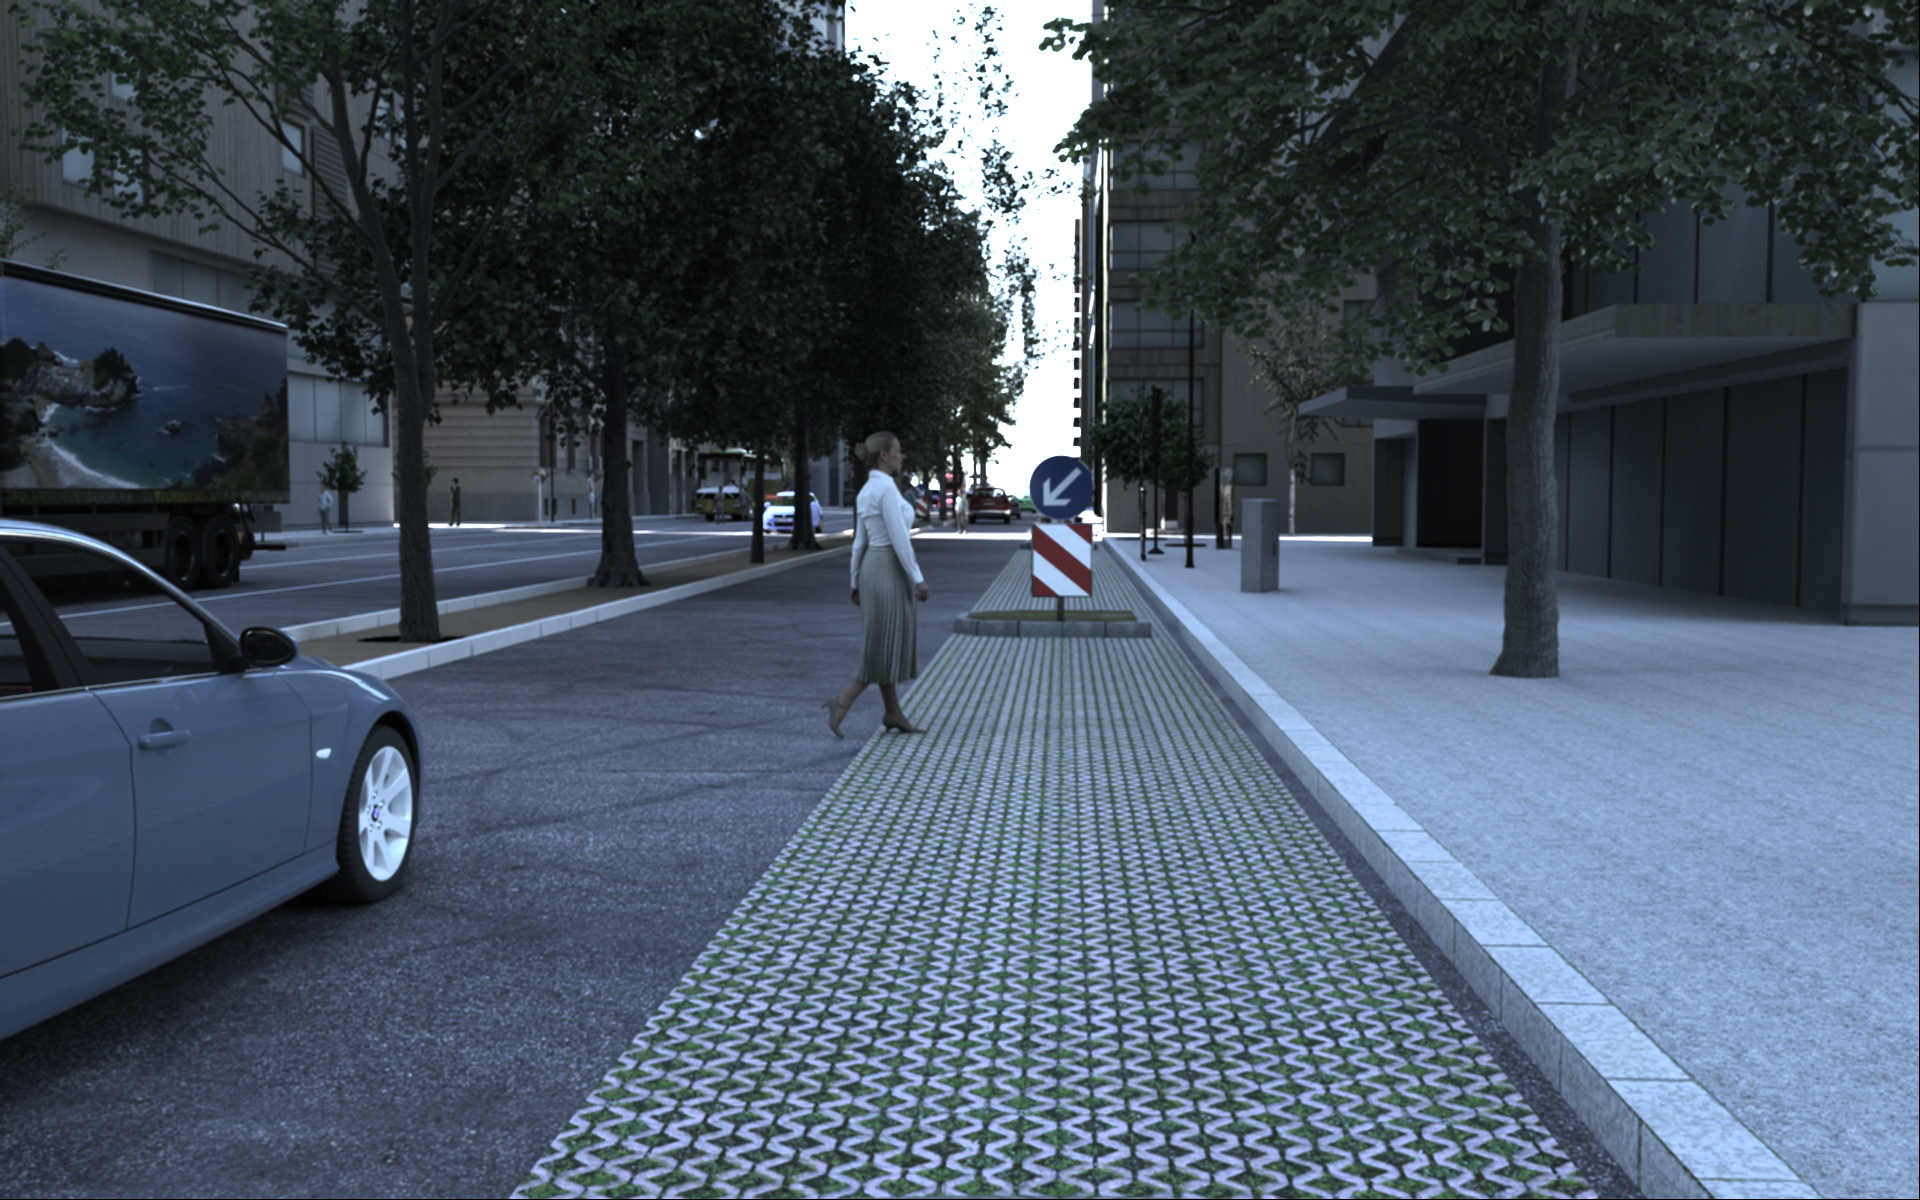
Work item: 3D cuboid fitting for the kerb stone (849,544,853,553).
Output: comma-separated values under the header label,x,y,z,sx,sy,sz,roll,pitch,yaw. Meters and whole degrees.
label,x,y,z,sx,sy,sz,roll,pitch,yaw
kerb stone,-2.768,-1.240,42.466,0.120,0.150,1.000,0,4,3

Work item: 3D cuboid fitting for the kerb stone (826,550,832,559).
label,x,y,z,sx,sy,sz,roll,pitch,yaw
kerb stone,-3.010,-0.988,38.346,0.120,0.150,1.000,0,4,3

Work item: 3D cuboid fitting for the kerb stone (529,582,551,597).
label,x,y,z,sx,sy,sz,roll,pitch,yaw
kerb stone,-5.960,-0.122,24.190,0.120,0.150,1.000,0,4,3

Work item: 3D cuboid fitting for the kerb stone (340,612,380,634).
label,x,y,z,sx,sy,sz,roll,pitch,yaw
kerb stone,-6.323,0.254,18.050,0.120,0.150,1.000,0,4,3

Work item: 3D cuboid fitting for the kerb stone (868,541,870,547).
label,x,y,z,sx,sy,sz,roll,pitch,yaw
kerb stone,-2.414,-1.612,48.622,0.120,0.150,1.000,0,4,3

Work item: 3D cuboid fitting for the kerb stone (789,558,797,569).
label,x,y,z,sx,sy,sz,roll,pitch,yaw
kerb stone,-3.317,-0.674,33.228,0.120,0.150,1.000,0,4,3

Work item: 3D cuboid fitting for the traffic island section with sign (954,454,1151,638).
label,x,y,z,sx,sy,sz,roll,pitch,yaw
traffic island section with sign,0.955,-0.580,18.114,1.989,1.847,2.006,0,4,3

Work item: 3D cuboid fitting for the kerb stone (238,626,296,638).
label,x,y,z,sx,sy,sz,roll,pitch,yaw
kerb stone,-6.438,0.380,16.001,0.120,0.150,1.000,0,4,3

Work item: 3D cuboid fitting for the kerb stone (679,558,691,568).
label,x,y,z,sx,sy,sz,roll,pitch,yaw
kerb stone,-5.413,-0.685,33.401,0.120,0.150,1.000,0,4,3

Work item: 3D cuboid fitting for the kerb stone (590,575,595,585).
label,x,y,z,sx,sy,sz,roll,pitch,yaw
kerb stone,-5.779,-0.305,27.267,0.120,0.150,1.000,0,4,3

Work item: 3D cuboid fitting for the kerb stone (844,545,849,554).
label,x,y,z,sx,sy,sz,roll,pitch,yaw
kerb stone,-2.836,-1.177,41.434,0.120,0.150,1.000,0,4,3

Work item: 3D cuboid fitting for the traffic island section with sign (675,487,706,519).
label,x,y,z,sx,sy,sz,roll,pitch,yaw
traffic island section with sign,-15.470,-5.668,101.293,1.989,1.847,2.006,0,4,3

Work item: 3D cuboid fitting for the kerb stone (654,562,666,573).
label,x,y,z,sx,sy,sz,roll,pitch,yaw
kerb stone,-5.538,-0.558,31.356,0.120,0.150,1.000,0,4,3

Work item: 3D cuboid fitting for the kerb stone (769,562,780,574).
label,x,y,z,sx,sy,sz,roll,pitch,yaw
kerb stone,-3.436,-0.549,31.187,0.120,0.150,1.000,0,4,3

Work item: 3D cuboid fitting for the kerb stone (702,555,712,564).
label,x,y,z,sx,sy,sz,roll,pitch,yaw
kerb stone,-5.287,-0.805,35.464,0.120,0.150,1.000,0,4,3

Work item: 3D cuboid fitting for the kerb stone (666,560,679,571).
label,x,y,z,sx,sy,sz,roll,pitch,yaw
kerb stone,-5.474,-0.623,32.377,0.120,0.150,1.000,0,4,3

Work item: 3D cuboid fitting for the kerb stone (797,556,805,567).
label,x,y,z,sx,sy,sz,roll,pitch,yaw
kerb stone,-3.257,-0.737,34.251,0.120,0.150,1.000,0,4,3

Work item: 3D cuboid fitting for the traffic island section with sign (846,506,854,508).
label,x,y,z,sx,sy,sz,roll,pitch,yaw
traffic island section with sign,-10.883,-10.397,178.620,1.989,1.847,2.006,0,4,3

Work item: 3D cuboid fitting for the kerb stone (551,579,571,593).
label,x,y,z,sx,sy,sz,roll,pitch,yaw
kerb stone,-5.897,-0.184,25.216,0.120,0.150,1.000,0,4,3

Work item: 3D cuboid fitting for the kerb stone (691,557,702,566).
label,x,y,z,sx,sy,sz,roll,pitch,yaw
kerb stone,-5.353,-0.749,34.435,0.120,0.150,1.000,0,4,3

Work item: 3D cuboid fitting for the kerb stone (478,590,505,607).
label,x,y,z,sx,sy,sz,roll,pitch,yaw
kerb stone,-6.077,0.005,22.143,0.120,0.150,1.000,0,4,3

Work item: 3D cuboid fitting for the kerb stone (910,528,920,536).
label,x,y,z,sx,sy,sz,roll,pitch,yaw
kerb stone,-1.614,-2.430,61.925,0.120,0.150,1.000,0,4,3

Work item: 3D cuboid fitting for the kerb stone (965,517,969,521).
label,x,y,z,sx,sy,sz,roll,pitch,yaw
kerb stone,0.489,-4.593,97.315,0.120,0.150,1.000,0,4,3

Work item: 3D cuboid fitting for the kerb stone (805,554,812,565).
label,x,y,z,sx,sy,sz,roll,pitch,yaw
kerb stone,-3.200,-0.794,35.272,0.120,0.150,1.000,0,4,3

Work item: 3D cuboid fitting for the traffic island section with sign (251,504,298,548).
label,x,y,z,sx,sy,sz,roll,pitch,yaw
traffic island section with sign,-18.742,-2.282,45.946,1.989,1.847,2.006,0,4,3

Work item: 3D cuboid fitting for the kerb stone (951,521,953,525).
label,x,y,z,sx,sy,sz,roll,pitch,yaw
kerb stone,-0.541,-3.532,79.942,0.120,0.150,1.000,0,4,3

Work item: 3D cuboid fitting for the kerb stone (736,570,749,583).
label,x,y,z,sx,sy,sz,roll,pitch,yaw
kerb stone,-3.621,-0.362,28.120,0.120,0.150,1.000,0,4,3

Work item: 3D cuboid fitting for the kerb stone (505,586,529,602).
label,x,y,z,sx,sy,sz,roll,pitch,yaw
kerb stone,-6.009,-0.059,23.163,0.120,0.150,1.000,0,4,3

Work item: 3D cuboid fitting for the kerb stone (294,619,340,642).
label,x,y,z,sx,sy,sz,roll,pitch,yaw
kerb stone,-6.392,0.316,17.022,0.120,0.150,1.000,0,4,3

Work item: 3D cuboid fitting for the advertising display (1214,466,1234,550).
label,x,y,z,sx,sy,sz,roll,pitch,yaw
advertising display,6.169,-2.152,40.406,0.123,1.923,0.974,2,4,29

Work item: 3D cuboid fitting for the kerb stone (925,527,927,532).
label,x,y,z,sx,sy,sz,roll,pitch,yaw
kerb stone,-1.434,-2.618,64.997,0.120,0.150,1.000,0,4,3

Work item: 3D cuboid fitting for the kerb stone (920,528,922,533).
label,x,y,z,sx,sy,sz,roll,pitch,yaw
kerb stone,-1.555,-2.493,62.949,0.120,0.150,1.000,0,4,3

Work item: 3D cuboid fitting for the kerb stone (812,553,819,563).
label,x,y,z,sx,sy,sz,roll,pitch,yaw
kerb stone,-3.135,-0.863,36.300,0.120,0.150,1.000,0,4,3

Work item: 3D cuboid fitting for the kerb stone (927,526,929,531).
label,x,y,z,sx,sy,sz,roll,pitch,yaw
kerb stone,-1.366,-2.680,66.019,0.120,0.150,1.000,0,4,3

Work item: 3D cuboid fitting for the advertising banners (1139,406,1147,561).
label,x,y,z,sx,sy,sz,roll,pitch,yaw
advertising banners,3.576,-2.308,33.927,0.090,3.025,2.074,0,4,4

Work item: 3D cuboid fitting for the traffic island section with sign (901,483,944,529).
label,x,y,z,sx,sy,sz,roll,pitch,yaw
traffic island section with sign,-1.724,-4.263,77.840,2.006,1.907,1.989,0,4,3

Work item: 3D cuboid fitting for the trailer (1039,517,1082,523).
label,x,y,z,sx,sy,sz,roll,pitch,yaw
trailer,3.550,-3.284,60.741,1.471,1.999,3.904,0,4,5

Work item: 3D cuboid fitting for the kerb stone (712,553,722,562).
label,x,y,z,sx,sy,sz,roll,pitch,yaw
kerb stone,-5.224,-0.875,36.494,0.120,0.150,1.000,0,4,3

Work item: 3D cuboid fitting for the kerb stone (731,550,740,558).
label,x,y,z,sx,sy,sz,roll,pitch,yaw
kerb stone,-5.100,-1.000,38.550,0.120,0.150,1.000,0,4,3

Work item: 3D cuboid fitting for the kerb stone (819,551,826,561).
label,x,y,z,sx,sy,sz,roll,pitch,yaw
kerb stone,-3.076,-0.922,37.324,0.120,0.150,1.000,0,4,3

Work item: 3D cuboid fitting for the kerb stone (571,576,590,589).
label,x,y,z,sx,sy,sz,roll,pitch,yaw
kerb stone,-5.835,-0.247,26.242,0.120,0.150,1.000,0,4,3

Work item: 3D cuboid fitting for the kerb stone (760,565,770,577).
label,x,y,z,sx,sy,sz,roll,pitch,yaw
kerb stone,-3.499,-0.480,30.167,0.120,0.150,1.000,0,4,3

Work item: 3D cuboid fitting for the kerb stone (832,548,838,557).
label,x,y,z,sx,sy,sz,roll,pitch,yaw
kerb stone,-2.951,-1.048,39.375,0.120,0.150,1.000,0,4,3

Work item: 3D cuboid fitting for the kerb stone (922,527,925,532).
label,x,y,z,sx,sy,sz,roll,pitch,yaw
kerb stone,-1.498,-2.555,63.977,0.120,0.150,1.000,0,4,3

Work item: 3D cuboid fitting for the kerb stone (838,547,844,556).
label,x,y,z,sx,sy,sz,roll,pitch,yaw
kerb stone,-2.884,-1.114,40.412,0.120,0.150,1.000,0,4,3

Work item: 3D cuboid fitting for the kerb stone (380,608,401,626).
label,x,y,z,sx,sy,sz,roll,pitch,yaw
kerb stone,-6.262,0.191,19.079,0.120,0.150,1.000,0,4,3

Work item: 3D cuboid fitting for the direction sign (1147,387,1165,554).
label,x,y,z,sx,sy,sz,roll,pitch,yaw
direction sign,4.198,-2.755,37.042,0.379,3.537,0.876,1,4,17

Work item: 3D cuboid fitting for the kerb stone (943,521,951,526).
label,x,y,z,sx,sy,sz,roll,pitch,yaw
kerb stone,-0.602,-3.470,78.922,0.120,0.150,1.000,0,4,3

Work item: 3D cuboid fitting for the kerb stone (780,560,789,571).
label,x,y,z,sx,sy,sz,roll,pitch,yaw
kerb stone,-3.373,-0.611,32.207,0.120,0.150,1.000,0,4,3

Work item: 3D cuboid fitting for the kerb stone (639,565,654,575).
label,x,y,z,sx,sy,sz,roll,pitch,yaw
kerb stone,-5.589,-0.498,30.335,0.120,0.150,1.000,0,4,3

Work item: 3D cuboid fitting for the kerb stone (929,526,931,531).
label,x,y,z,sx,sy,sz,roll,pitch,yaw
kerb stone,-1.311,-2.743,67.050,0.120,0.150,1.000,0,4,3

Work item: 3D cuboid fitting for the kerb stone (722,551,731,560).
label,x,y,z,sx,sy,sz,roll,pitch,yaw
kerb stone,-5.169,-0.938,37.530,0.120,0.150,1.000,0,4,3

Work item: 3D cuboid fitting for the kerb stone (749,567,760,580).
label,x,y,z,sx,sy,sz,roll,pitch,yaw
kerb stone,-3.559,-0.422,29.140,0.120,0.150,1.000,0,4,3

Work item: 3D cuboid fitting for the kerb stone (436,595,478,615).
label,x,y,z,sx,sy,sz,roll,pitch,yaw
kerb stone,-6.139,0.068,21.120,0.120,0.150,1.000,0,4,3

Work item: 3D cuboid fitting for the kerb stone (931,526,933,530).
label,x,y,z,sx,sy,sz,roll,pitch,yaw
kerb stone,-1.242,-2.803,68.070,0.120,0.150,1.000,0,4,3
